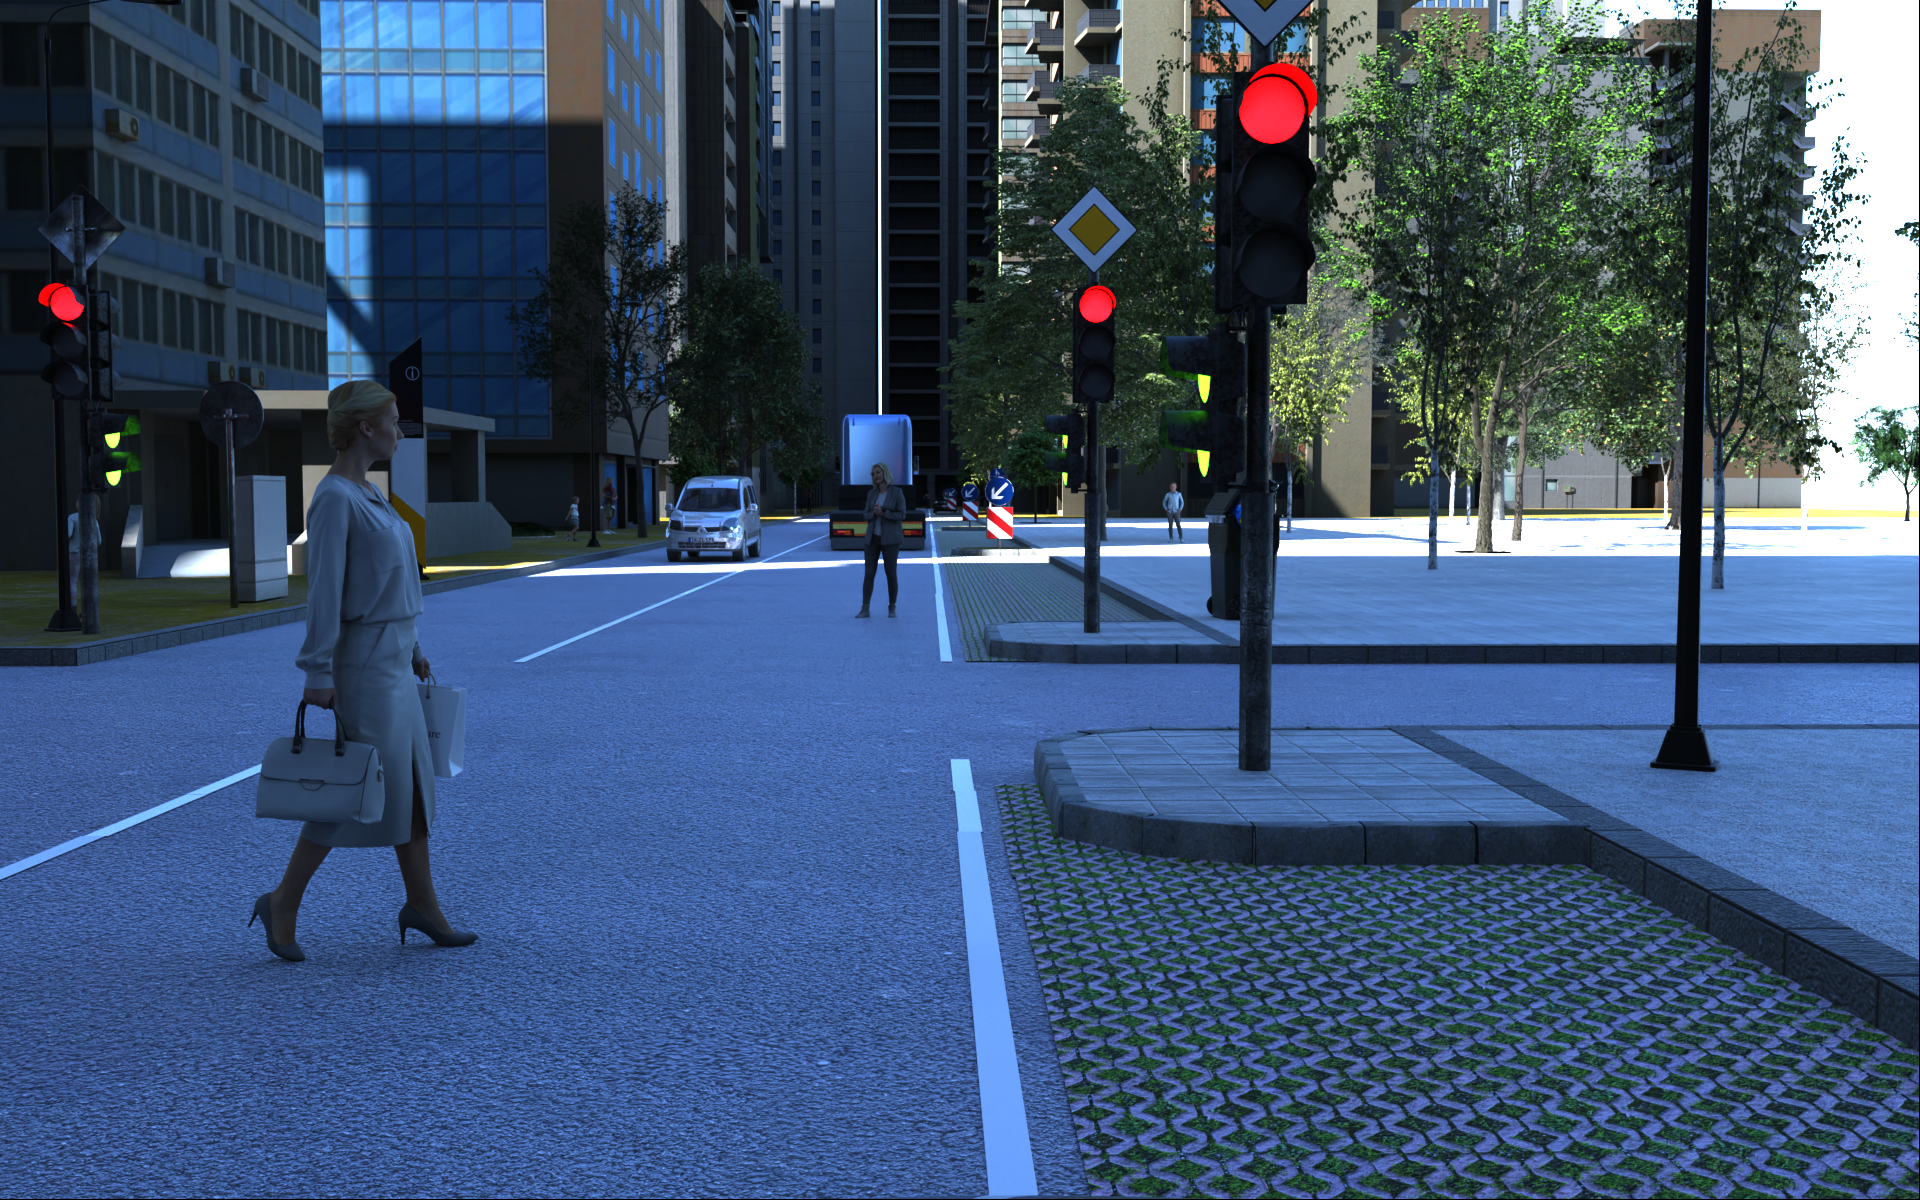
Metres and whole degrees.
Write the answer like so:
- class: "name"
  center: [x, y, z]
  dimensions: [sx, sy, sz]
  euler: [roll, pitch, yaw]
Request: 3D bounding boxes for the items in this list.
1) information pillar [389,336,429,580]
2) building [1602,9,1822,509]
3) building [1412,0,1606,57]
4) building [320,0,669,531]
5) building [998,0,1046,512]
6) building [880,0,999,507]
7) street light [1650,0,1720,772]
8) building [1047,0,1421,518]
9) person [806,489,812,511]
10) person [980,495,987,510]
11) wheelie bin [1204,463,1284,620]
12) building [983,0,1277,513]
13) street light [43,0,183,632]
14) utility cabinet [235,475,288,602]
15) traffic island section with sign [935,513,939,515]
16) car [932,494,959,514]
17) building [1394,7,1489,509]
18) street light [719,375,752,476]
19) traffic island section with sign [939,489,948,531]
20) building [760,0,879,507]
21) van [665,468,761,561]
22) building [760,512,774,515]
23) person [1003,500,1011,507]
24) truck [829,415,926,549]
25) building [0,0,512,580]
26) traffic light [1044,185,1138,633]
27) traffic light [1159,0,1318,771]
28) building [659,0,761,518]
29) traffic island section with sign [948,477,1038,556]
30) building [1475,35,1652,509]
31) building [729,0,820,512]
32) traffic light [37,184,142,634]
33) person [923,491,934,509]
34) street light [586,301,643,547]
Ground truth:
- class: "information pillar"
  center: [-8.188, -2.101, 25.705]
  dimensions: [0.504, 3.616, 0.183]
  euler: [-2, 4, -33]
- class: "building"
  center: [67.600, -31.113, 158.806]
  dimensions: [14.200, 45.320, 14.600]
  euler: [0, 4, -1]
- class: "building"
  center: [51.154, -39.432, 186.715]
  dimensions: [28.212, 58.520, 21.231]
  euler: [0, 4, -1]
- class: "building"
  center: [-19.113, -25.377, 65.020]
  dimensions: [14.600, 45.320, 14.200]
  euler: [0, 4, -1]
- class: "building"
  center: [9.802, -27.220, 128.642]
  dimensions: [14.154, 41.232, 14.086]
  euler: [0, 4, -1]
- class: "building"
  center: [2.063, -45.654, 184.694]
  dimensions: [20.611, 71.187, 20.563]
  euler: [0, 4, -1]
- class: "street light"
  center: [2.881, -2.168, 7.988]
  dimensions: [1.470, 5.913, 1.316]
  euler: [0, 4, -1]
- class: "building"
  center: [15.384, -27.680, 107.199]
  dimensions: [22.147, 44.769, 28.867]
  euler: [0, 4, -1]
- class: "person"
  center: [-11.191, -7.362, 127.877]
  dimensions: [0.593, 1.643, 0.415]
  euler: [2, 4, 31]
- class: "person"
  center: [1.994, -7.717, 135.438]
  dimensions: [0.991, 1.433, 0.599]
  euler: [0, 4, 0]
- class: "wheelie bin"
  center: [2.933, -0.611, 17.903]
  dimensions: [0.693, 1.594, 0.980]
  euler: [-1, 4, -12]
- class: "building"
  center: [13.231, -30.301, 150.039]
  dimensions: [22.147, 44.769, 28.867]
  euler: [0, 4, -1]
- class: "street light"
  center: [-7.861, -2.664, 16.095]
  dimensions: [1.470, 5.913, 1.316]
  euler: [0, 4, -1]
- class: "utility cabinet"
  center: [-8.467, -0.746, 20.883]
  dimensions: [0.318, 1.500, 1.173]
  euler: [0, 4, -4]
- class: "traffic island section with sign"
  center: [-0.672, -6.678, 117.807]
  dimensions: [1.989, 1.847, 2.006]
  euler: [0, 4, -1]
- class: "car"
  center: [-1.100, -7.220, 127.838]
  dimensions: [2.009, 1.686, 4.222]
  euler: [0, 3, 0]
- class: "building"
  center: [38.510, -31.075, 158.182]
  dimensions: [14.200, 45.320, 14.600]
  euler: [0, 4, -1]
- class: "street light"
  center: [-8.803, -5.809, 67.525]
  dimensions: [1.470, 5.913, 1.316]
  euler: [0, 4, -1]
- class: "traffic island section with sign"
  center: [0.273, -3.623, 67.860]
  dimensions: [1.989, 1.847, 2.006]
  euler: [0, 4, -1]
- class: "building"
  center: [-22.875, -39.419, 186.498]
  dimensions: [28.212, 58.520, 21.231]
  euler: [0, 4, -1]
- class: "van"
  center: [-5.398, -1.907, 38.184]
  dimensions: [2.013, 2.044, 4.112]
  euler: [0, 4, 0]
- class: "building"
  center: [-23.895, -49.352, 119.578]
  dimensions: [22.319, 86.520, 31.000]
  euler: [0, 4, -1]
- class: "person"
  center: [2.404, -5.007, 88.741]
  dimensions: [0.563, 1.720, 0.643]
  euler: [1, 4, 10]
- class: "truck"
  center: [-2.533, -3.857, 52.823]
  dimensions: [2.967, 4.110, 18.799]
  euler: [0, 4, -3]
- class: "building"
  center: [-26.686, -20.861, 32.952]
  dimensions: [32.217, 40.220, 23.993]
  euler: [0, 4, -1]
- class: "traffic light"
  center: [1.205, -1.653, 15.956]
  dimensions: [0.839, 4.253, 0.868]
  euler: [0, 4, -1]
- class: "traffic light"
  center: [1.357, -1.165, 7.972]
  dimensions: [0.839, 4.253, 0.868]
  euler: [0, 4, -1]
- class: "building"
  center: [-19.168, -19.994, 98.599]
  dimensions: [14.160, 30.474, 14.107]
  euler: [0, 4, -1]
- class: "traffic island section with sign"
  center: [0.788, -1.959, 40.665]
  dimensions: [1.989, 1.847, 2.006]
  euler: [0, 4, -1]
- class: "building"
  center: [53.181, -29.045, 158.475]
  dimensions: [14.086, 41.232, 14.154]
  euler: [0, 4, -1]
- class: "building"
  center: [-28.717, -51.349, 152.233]
  dimensions: [31.000, 86.520, 22.319]
  euler: [0, 4, -1]
- class: "traffic light"
  center: [-7.954, -1.642, 15.766]
  dimensions: [0.839, 4.253, 0.868]
  euler: [0, 4, -1]
- class: "person"
  center: [-2.988, -9.478, 164.171]
  dimensions: [1.217, 1.736, 0.721]
  euler: [-3, 4, -38]
- class: "street light"
  center: [-8.337, -4.237, 41.810]
  dimensions: [1.470, 5.913, 1.316]
  euler: [0, 4, -1]
